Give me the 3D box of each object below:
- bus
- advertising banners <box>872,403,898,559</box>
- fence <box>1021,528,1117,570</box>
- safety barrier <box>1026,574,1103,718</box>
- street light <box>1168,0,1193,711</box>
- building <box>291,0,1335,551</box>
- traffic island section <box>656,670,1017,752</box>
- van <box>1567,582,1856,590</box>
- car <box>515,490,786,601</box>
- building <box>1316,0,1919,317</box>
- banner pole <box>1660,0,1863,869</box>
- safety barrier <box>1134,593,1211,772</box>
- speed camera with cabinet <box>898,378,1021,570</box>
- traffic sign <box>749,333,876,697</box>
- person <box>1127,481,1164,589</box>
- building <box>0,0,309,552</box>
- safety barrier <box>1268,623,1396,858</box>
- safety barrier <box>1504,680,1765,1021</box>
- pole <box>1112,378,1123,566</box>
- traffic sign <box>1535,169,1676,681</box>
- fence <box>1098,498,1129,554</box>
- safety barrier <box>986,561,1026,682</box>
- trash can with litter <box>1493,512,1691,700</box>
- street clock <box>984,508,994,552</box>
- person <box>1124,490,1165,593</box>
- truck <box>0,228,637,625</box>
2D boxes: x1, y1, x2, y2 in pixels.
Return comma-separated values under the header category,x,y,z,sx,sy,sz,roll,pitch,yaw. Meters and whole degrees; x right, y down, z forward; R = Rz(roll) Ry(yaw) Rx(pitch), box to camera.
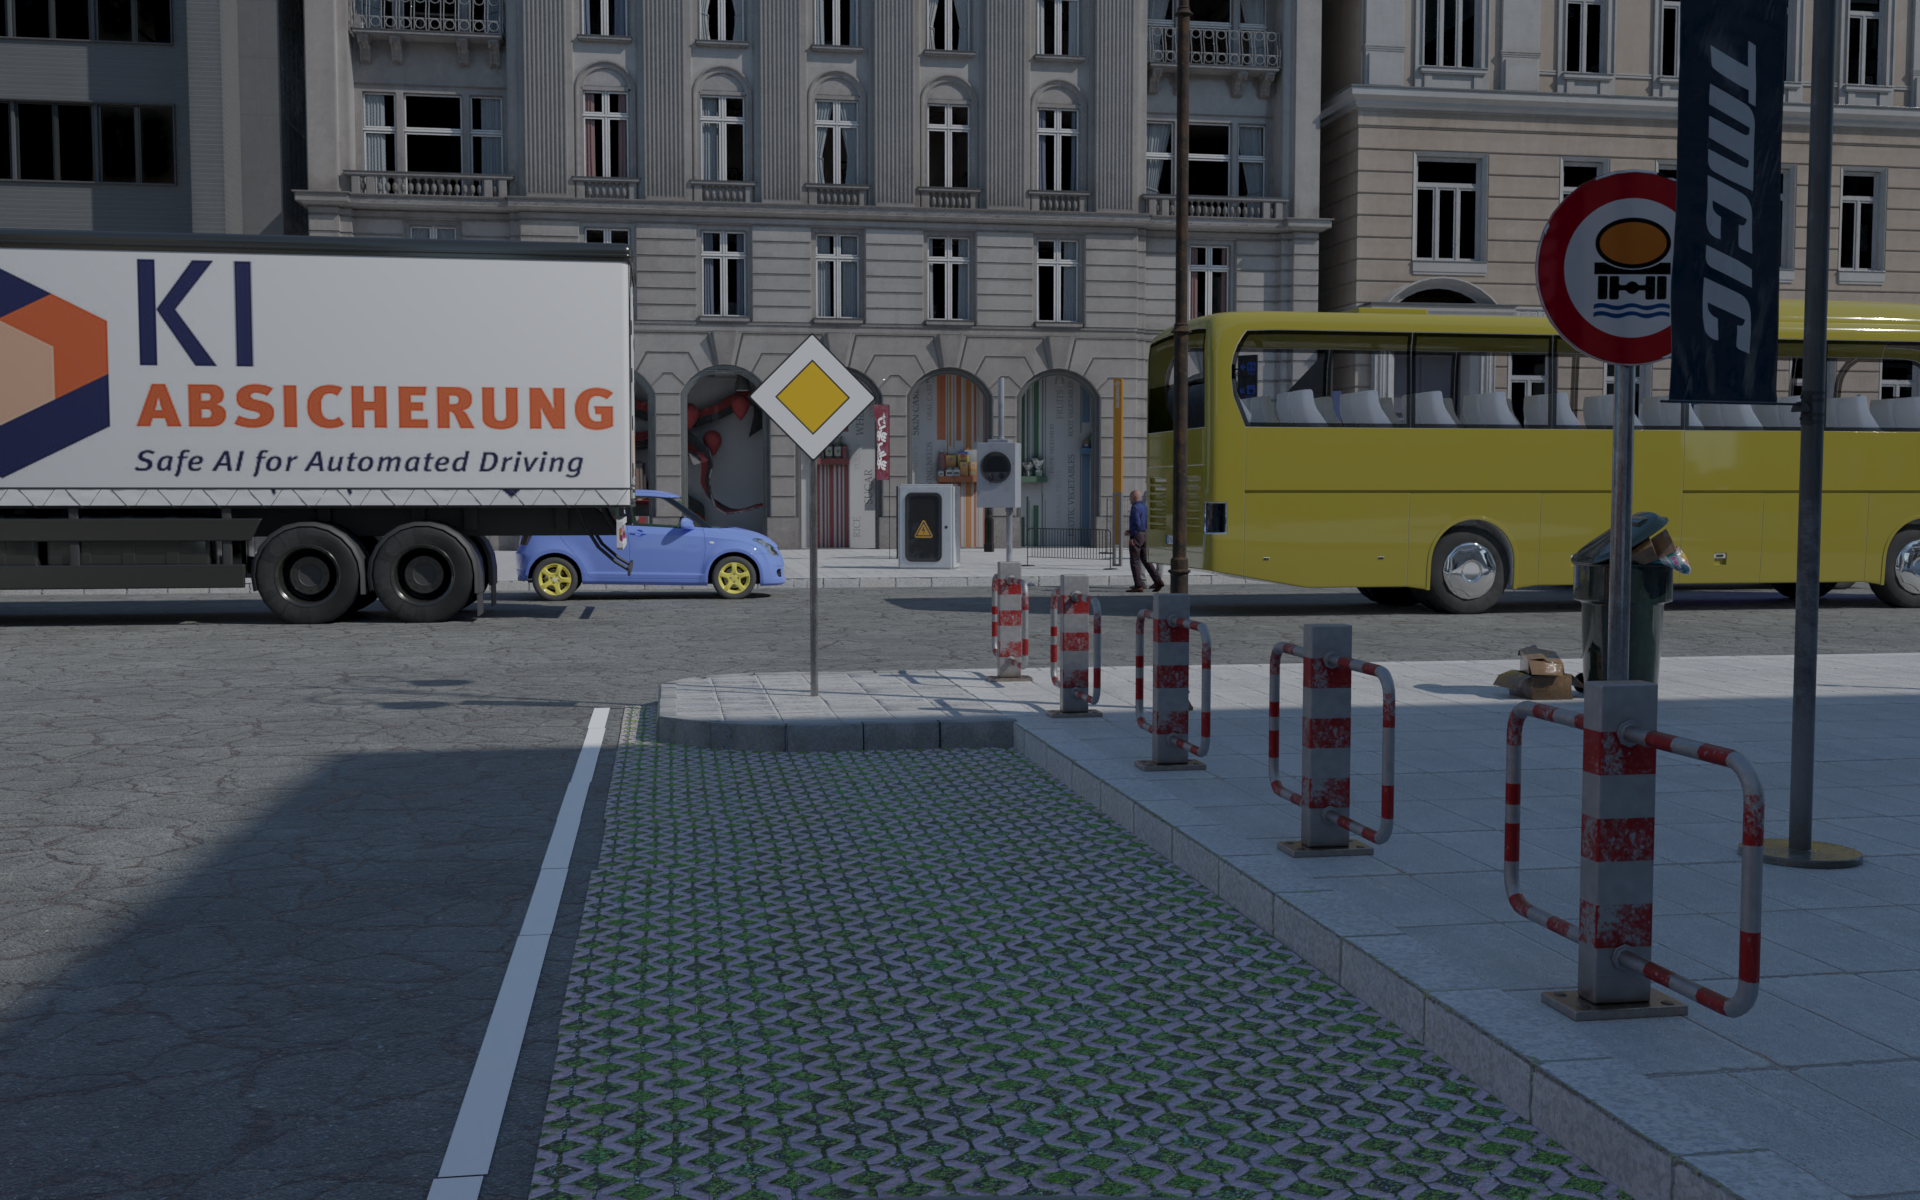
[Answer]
category,x,y,z,sx,sy,sz,roll,pitch,yaw
bus,8.607,-1.870,22.127,12.252,3.916,2.896,-1,4,-11
advertising banners,-1.081,-2.332,34.319,0.090,3.025,2.074,3,4,36
fence,1.878,-0.902,30.117,0.278,0.683,2.069,-3,5,-43
safety barrier,0.660,0.262,9.991,0.300,0.817,1.120,-1,4,-10
street light,1.299,-2.284,10.131,0.468,5.910,1.993,-1,4,-10
building,-3.766,-12.435,45.107,24.055,21.916,13.314,-1,4,-10
traffic island section,-0.906,0.689,11.011,2.009,0.180,2.903,-1,4,-10
van,11.457,-1.356,26.556,5.245,2.365,2.240,-1,4,-9
car,-4.282,-0.887,24.100,3.694,1.707,1.945,-1,4,-10
building,17.991,-16.073,48.693,20.117,28.700,13.634,-1,4,-10
banner pole,2.748,-0.973,5.922,0.863,3.779,0.401,-1,4,-20
safety barrier,0.984,0.379,8.086,0.300,0.817,1.120,-1,4,-10
speed camera with cabinet,-0.012,-2.154,29.546,2.038,3.252,0.660,1,4,12
traffic sign,-0.928,-0.446,10.929,0.795,2.450,0.064,-1,4,-10
person,2.840,-1.072,26.227,0.583,1.804,0.606,3,5,39
building,-30.445,-13.545,40.530,30.058,24.678,14.314,-1,4,-10
safety barrier,1.308,0.495,6.185,0.300,0.817,1.120,-1,4,-10
safety barrier,1.629,0.611,4.292,0.300,0.817,1.120,-1,4,-10
pole,2.796,-2.252,30.658,0.158,3.312,0.155,0,3,0
traffic sign,2.643,-0.416,6.912,0.768,2.556,0.104,0,4,-1
fence,4.127,-1.606,37.466,2.264,1.192,0.480,-1,4,-21
safety barrier,0.338,0.146,11.892,0.300,0.817,1.120,-1,4,-10
trash can with litter,3.960,0.031,10.873,1.055,1.170,0.624,-1,4,-9
street clock,0.643,-2.059,38.238,0.358,2.002,0.471,1,4,18
person,2.602,-0.864,25.316,0.574,1.496,0.600,-2,4,-34
truck,-9.397,-1.880,19.645,11.283,4.237,2.839,-1,4,-10
